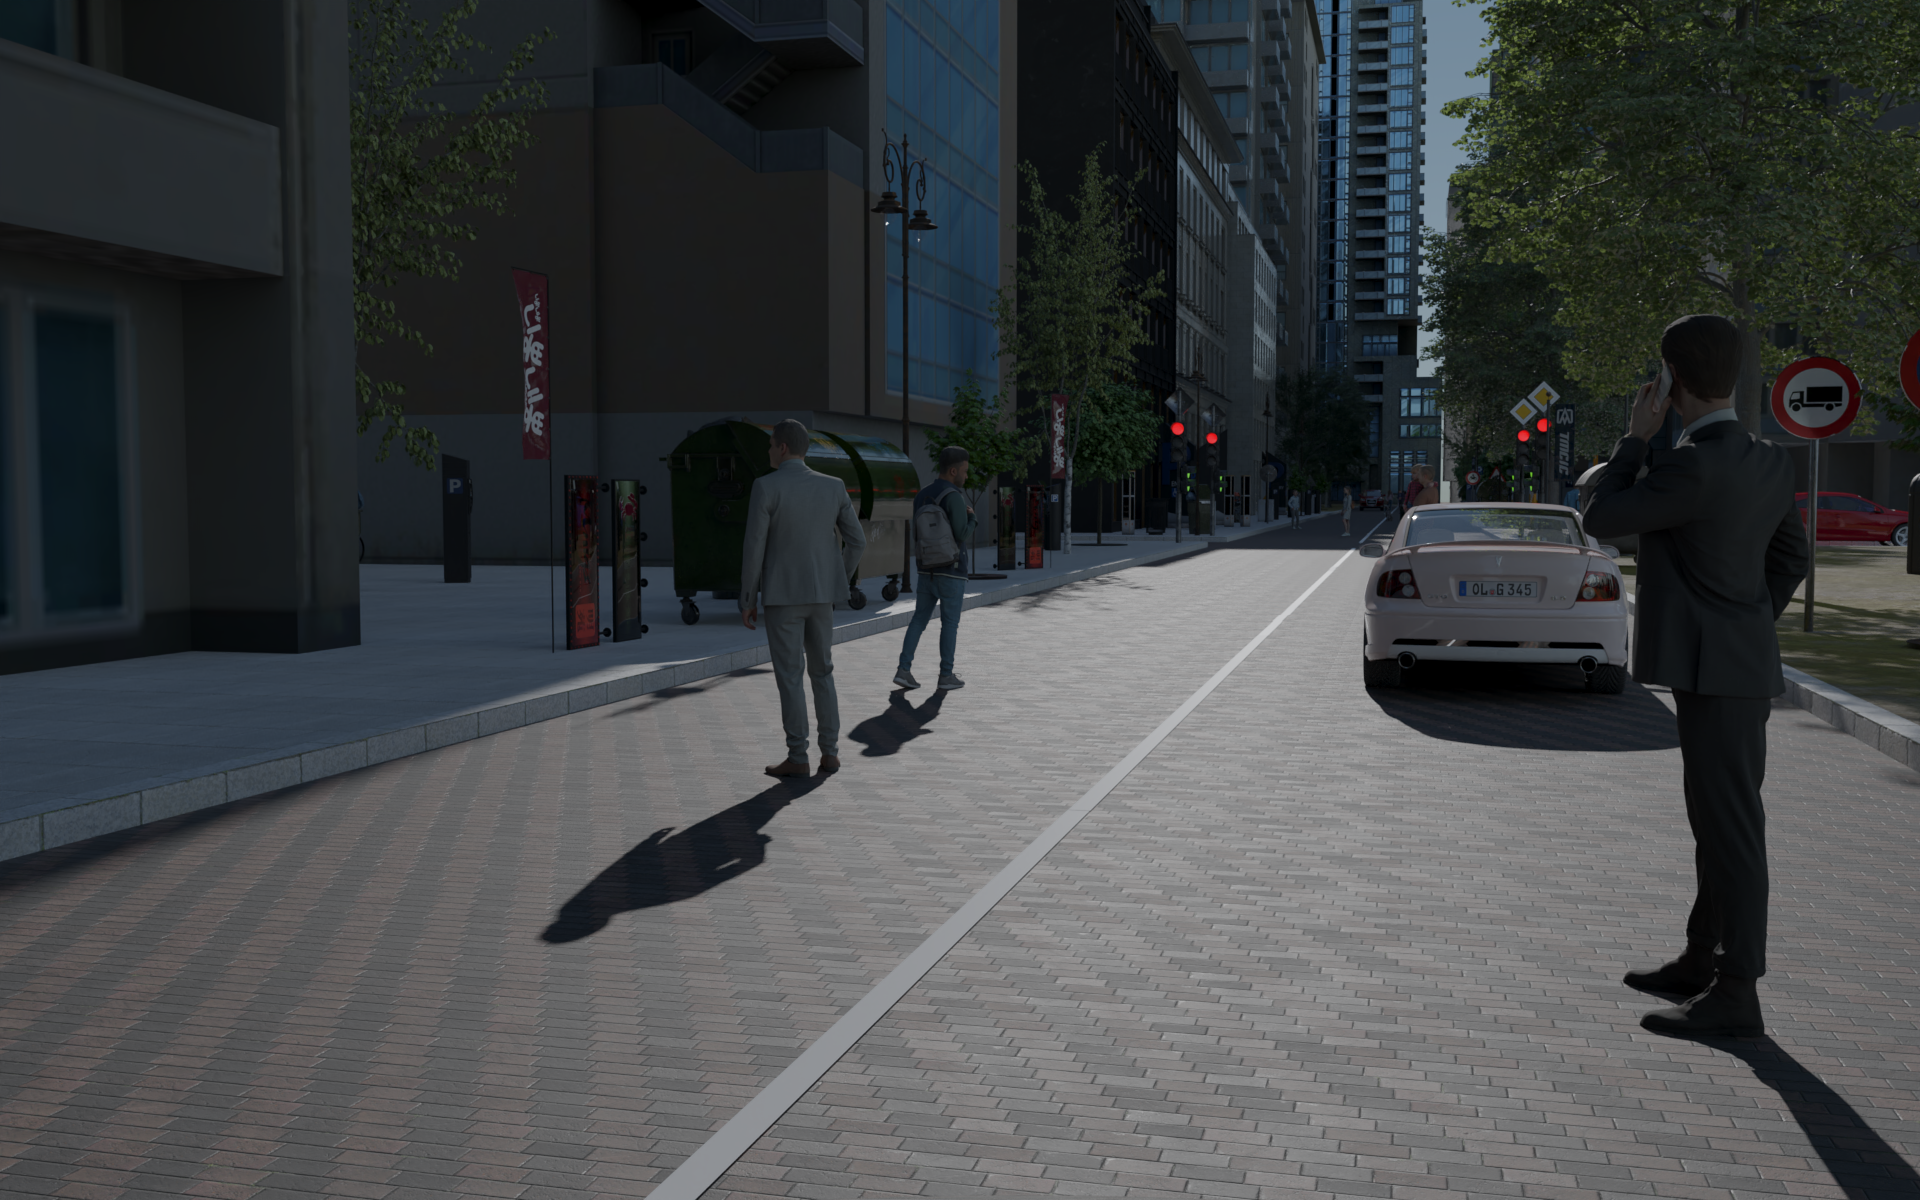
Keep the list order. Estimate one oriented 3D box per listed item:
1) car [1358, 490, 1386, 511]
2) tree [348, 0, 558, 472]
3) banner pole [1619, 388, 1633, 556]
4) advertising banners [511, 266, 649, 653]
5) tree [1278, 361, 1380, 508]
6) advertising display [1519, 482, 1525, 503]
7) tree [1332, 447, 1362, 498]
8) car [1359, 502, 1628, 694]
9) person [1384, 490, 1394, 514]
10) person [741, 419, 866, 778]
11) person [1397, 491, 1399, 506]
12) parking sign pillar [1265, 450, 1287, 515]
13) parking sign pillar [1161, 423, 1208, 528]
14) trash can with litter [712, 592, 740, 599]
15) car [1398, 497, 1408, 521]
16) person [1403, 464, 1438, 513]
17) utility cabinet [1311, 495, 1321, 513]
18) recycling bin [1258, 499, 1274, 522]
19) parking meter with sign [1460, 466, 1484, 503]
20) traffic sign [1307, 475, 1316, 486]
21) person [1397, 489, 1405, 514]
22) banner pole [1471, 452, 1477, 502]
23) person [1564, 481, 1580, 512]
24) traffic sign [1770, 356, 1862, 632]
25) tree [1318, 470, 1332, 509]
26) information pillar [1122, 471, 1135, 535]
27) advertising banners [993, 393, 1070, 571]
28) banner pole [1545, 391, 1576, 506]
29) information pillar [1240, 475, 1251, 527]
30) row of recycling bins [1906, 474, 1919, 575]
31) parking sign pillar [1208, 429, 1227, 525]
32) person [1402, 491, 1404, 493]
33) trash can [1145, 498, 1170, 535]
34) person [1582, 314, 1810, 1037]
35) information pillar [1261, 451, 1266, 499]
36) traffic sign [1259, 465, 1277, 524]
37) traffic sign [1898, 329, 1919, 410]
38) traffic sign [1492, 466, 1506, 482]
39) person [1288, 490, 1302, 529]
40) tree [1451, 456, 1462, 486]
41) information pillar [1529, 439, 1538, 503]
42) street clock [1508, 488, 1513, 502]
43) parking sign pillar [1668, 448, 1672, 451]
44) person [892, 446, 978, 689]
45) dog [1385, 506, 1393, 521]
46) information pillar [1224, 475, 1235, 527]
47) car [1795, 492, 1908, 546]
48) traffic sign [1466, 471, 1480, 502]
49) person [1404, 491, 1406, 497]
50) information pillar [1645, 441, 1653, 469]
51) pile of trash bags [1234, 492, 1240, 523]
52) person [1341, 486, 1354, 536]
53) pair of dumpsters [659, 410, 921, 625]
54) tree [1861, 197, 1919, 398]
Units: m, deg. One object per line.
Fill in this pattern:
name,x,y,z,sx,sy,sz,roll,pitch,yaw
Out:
car,35.579,-8.617,149.552,2.281,1.827,5.304,1,4,14
tree,-6.603,-4.120,17.726,4.737,8.622,4.395,0,3,0
banner pole,13.884,-2.820,36.124,0.401,3.779,0.863,2,4,24
advertising banners,-3.130,-1.113,14.378,0.090,3.025,2.074,1,4,18
tree,34.783,-15.720,163.677,9.857,13.997,8.962,0,3,0
advertising display,26.294,-4.640,81.080,0.123,1.923,0.974,2,4,28
tree,40.062,-14.131,181.401,4.360,8.622,3.978,0,3,0
car,4.265,-0.100,13.993,2.083,1.381,4.827,1,4,15
person,30.135,-6.895,121.828,0.593,1.750,0.643,-1,4,-13
person,-0.813,-0.014,8.831,0.635,1.810,0.391,-3,5,-41
person,47.993,-11.016,189.280,0.621,1.740,0.551,-3,4,-37
parking sign pillar,19.248,-7.166,105.632,1.447,3.967,1.447,1,4,18
parking sign pillar,8.254,-4.705,65.394,1.447,3.967,1.447,3,5,39
trash can with litter,-2.886,-0.614,21.424,0.624,1.170,1.055,0,4,-6
car,24.968,-5.189,94.634,2.009,1.686,4.222,1,4,16
person,6.109,-0.882,22.897,0.573,1.828,0.580,-2,4,-26
utility cabinet,23.548,-6.380,115.479,1.020,1.237,0.306,1,4,14
recycling bin,14.325,-4.193,81.105,0.722,1.027,0.722,1,4,12
parking meter with sign,31.602,-6.774,107.016,1.738,3.016,0.543,-3,5,-40
traffic sign,23.255,-7.048,115.236,0.884,2.594,0.081,1,4,23
person,32.132,-7.170,126.179,0.683,1.767,0.568,2,4,34
banner pole,30.465,-6.887,102.627,0.401,3.779,0.863,0,4,-6
person,16.369,-2.278,46.094,0.601,1.785,0.444,2,4,31
traffic sign,7.918,-0.977,16.084,0.768,2.556,0.104,1,4,21
tree,28.833,-8.744,137.570,1.663,3.219,1.824,0,3,0
information pillar,5.304,-3.062,54.555,0.304,2.012,0.304,2,4,35
advertising banners,1.248,-2.044,29.613,0.090,3.025,2.074,3,5,40
banner pole,14.579,-3.197,42.286,0.863,3.779,0.401,1,4,19
information pillar,11.217,-3.888,68.058,0.304,2.012,0.304,-1,4,-18
row of recycling bins,16.968,-1.269,27.866,3.534,1.692,1.069,-1,4,-12
parking sign pillar,10.371,-5.089,71.683,1.447,3.967,1.447,0,4,-4
person,48.899,-11.152,190.923,0.705,1.812,1.348,0,4,-6
trash can,6.141,-2.610,54.320,0.748,1.137,0.748,0,3,0
person,1.971,0.195,4.681,0.474,1.900,0.648,3,4,38
information pillar,16.561,-6.289,94.186,0.183,3.616,0.504,-2,4,-27
traffic sign,13.340,-4.584,75.048,0.768,2.556,0.104,1,4,17
traffic sign,7.056,-0.745,12.287,0.768,2.556,0.104,1,4,21
traffic sign,24.936,-4.927,80.567,0.884,2.594,0.081,1,4,16
person,13.682,-3.698,70.777,0.589,1.601,0.330,-1,4,-23
tree,37.737,-8.777,127.224,4.285,4.588,4.351,0,3,0
information pillar,20.600,-4.332,62.190,0.183,3.616,0.504,0,4,4
street clock,30.622,-5.622,96.486,0.358,2.002,0.471,1,4,9
parking sign pillar,34.158,-5.767,82.767,1.447,3.967,1.447,-3,5,-44
person,-0.137,-0.237,12.723,0.623,1.781,0.721,3,4,36
dog,22.639,-4.574,91.621,0.513,0.831,0.800,2,4,27
information pillar,10.540,-3.872,67.796,0.304,2.012,0.304,2,4,34
car,23.254,-2.232,45.526,4.494,1.783,2.155,1,4,16
traffic sign,27.917,-5.761,94.294,0.768,2.556,0.104,1,4,16
person,44.143,-9.941,171.713,1.217,1.739,0.721,1,4,19
information pillar,29.483,-5.066,74.181,0.183,3.616,0.504,0,4,-6
pile of trash bags,12.292,-4.220,78.744,1.912,1.369,3.447,1,4,17
person,13.262,-3.049,59.361,0.522,1.701,0.512,0,4,-7
pair of dumpsters,-1.736,-0.994,18.739,1.574,2.255,4.437,1,4,15
tree,21.869,-5.315,37.261,4.737,8.622,4.395,0,3,0
